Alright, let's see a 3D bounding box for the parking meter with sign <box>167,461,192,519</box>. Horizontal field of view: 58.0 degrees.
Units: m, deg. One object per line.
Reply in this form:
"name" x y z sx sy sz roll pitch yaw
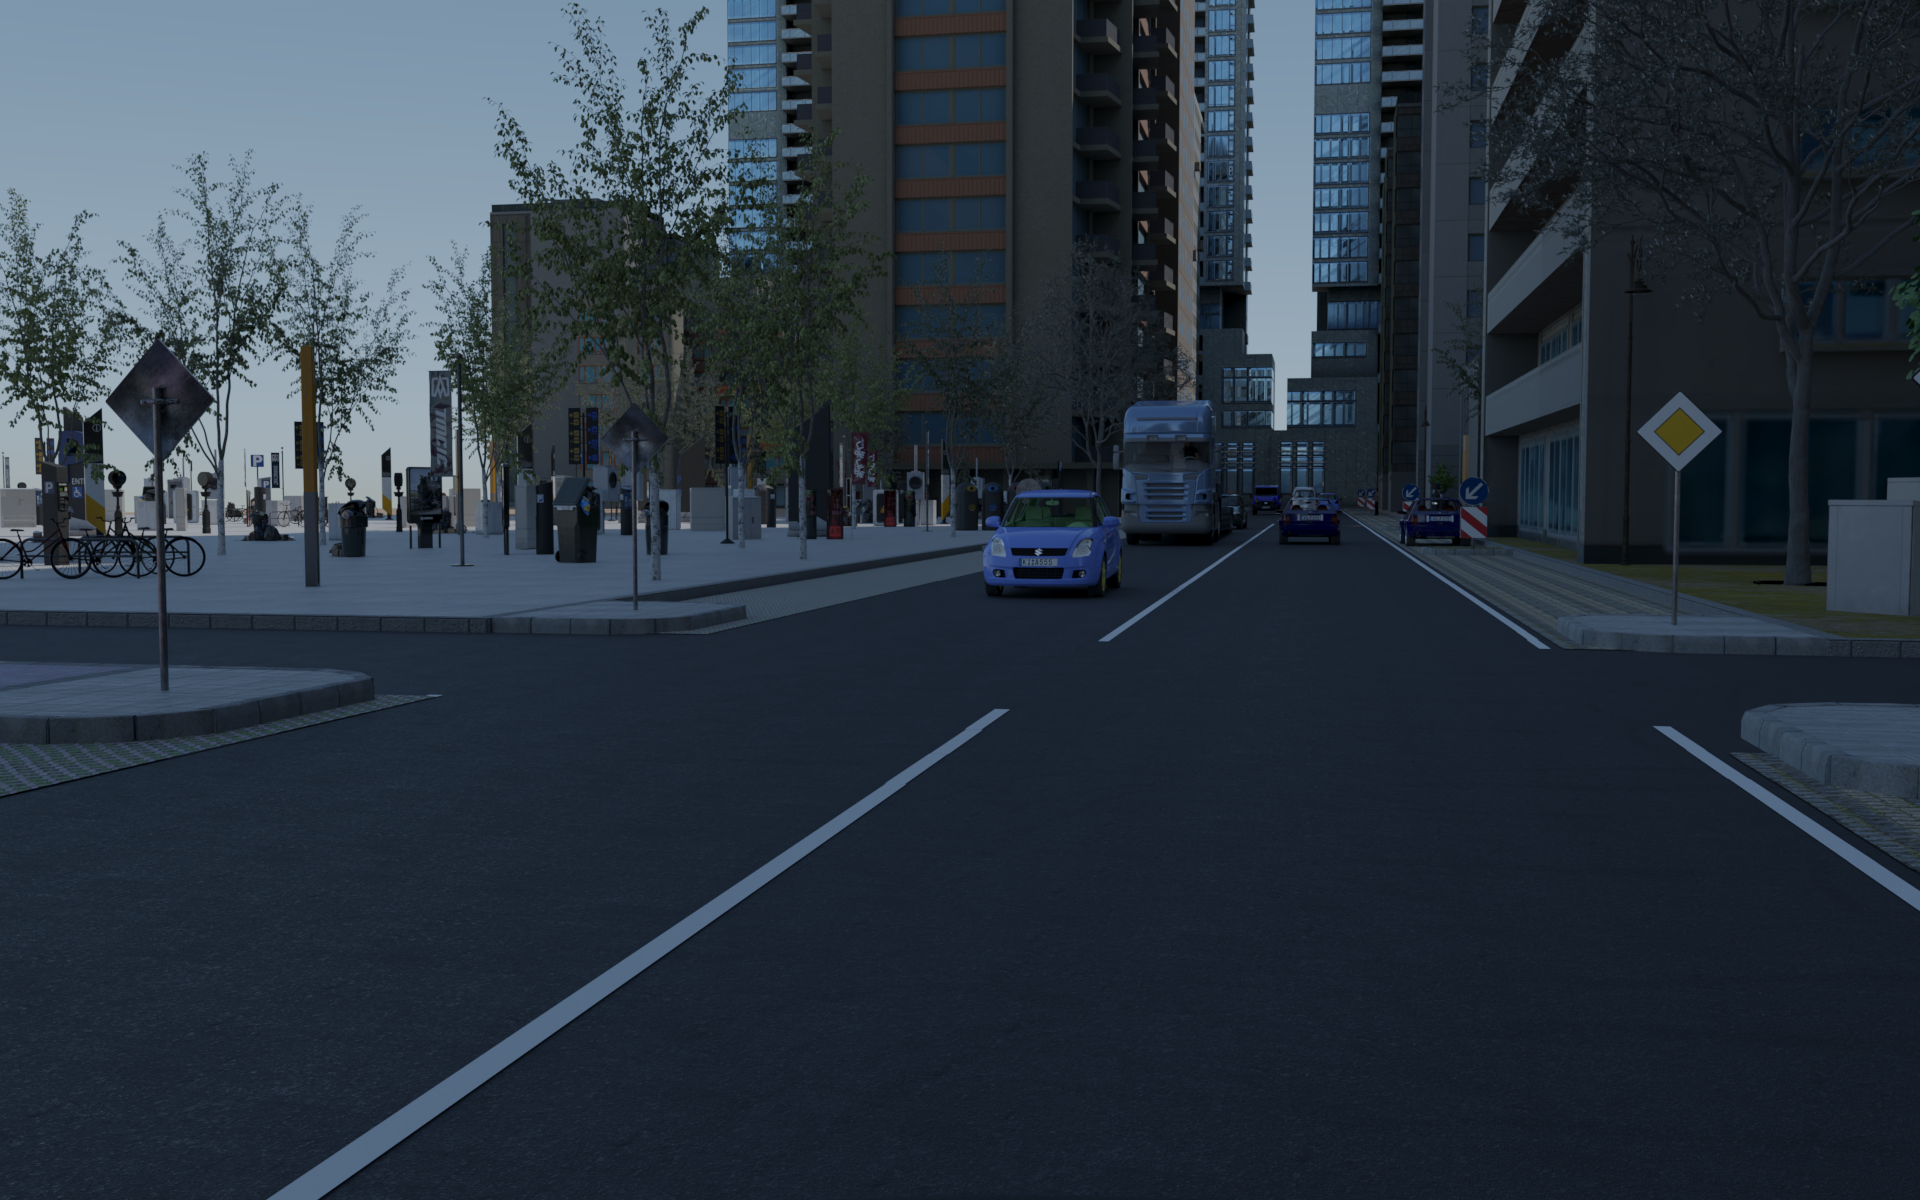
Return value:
"parking meter with sign" -41.006 -5.757 90.380 1.738 3.016 0.543 -2 4 -30

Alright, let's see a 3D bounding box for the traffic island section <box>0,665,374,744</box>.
"traffic island section" -5.220 0.670 11.325 2.009 0.180 2.903 1 4 12

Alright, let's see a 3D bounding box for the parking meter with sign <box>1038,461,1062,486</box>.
"parking meter with sign" 4.466 -5.803 91.135 1.738 3.016 0.543 1 4 21

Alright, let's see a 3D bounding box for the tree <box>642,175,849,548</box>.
"tree" -4.945 -5.536 40.874 4.360 8.622 3.978 0 3 0

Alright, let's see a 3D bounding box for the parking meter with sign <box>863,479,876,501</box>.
"parking meter with sign" -4.705 -5.766 90.535 1.738 3.016 0.543 0 4 0

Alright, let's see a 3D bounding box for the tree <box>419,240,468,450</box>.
"tree" -13.745 -6.129 50.572 4.737 8.622 4.395 0 3 0

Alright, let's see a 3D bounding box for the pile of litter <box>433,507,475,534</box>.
"pile of litter" -16.638 -2.607 56.583 1.719 0.858 1.176 -3 4 -37

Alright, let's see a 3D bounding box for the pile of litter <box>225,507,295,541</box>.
"pile of litter" -19.135 -2.061 47.659 1.719 0.858 1.176 2 4 26

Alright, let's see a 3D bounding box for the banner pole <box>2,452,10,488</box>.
"banner pole" -56.490 -6.884 102.576 0.863 3.779 0.401 2 4 31

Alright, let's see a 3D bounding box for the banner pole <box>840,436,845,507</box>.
"banner pole" -5.071 -5.177 74.668 0.401 3.779 0.863 -1 4 -19

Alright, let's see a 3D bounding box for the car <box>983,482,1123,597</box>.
"car" 1.400 -0.961 25.310 1.945 1.707 3.694 1 4 11

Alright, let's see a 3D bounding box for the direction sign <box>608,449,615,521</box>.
"direction sign" -16.410 -5.472 81.468 0.379 3.537 0.876 0 4 -1

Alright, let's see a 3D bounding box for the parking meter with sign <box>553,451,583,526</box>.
"parking meter with sign" -16.078 -4.538 70.451 1.738 3.016 0.543 3 5 42

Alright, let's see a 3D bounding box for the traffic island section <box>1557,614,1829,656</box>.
"traffic island section" 7.011 0.325 16.959 2.009 0.180 2.903 1 4 12

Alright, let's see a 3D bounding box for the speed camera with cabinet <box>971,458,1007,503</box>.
"speed camera with cabinet" 1.637 -6.134 94.630 2.038 3.252 0.660 1 4 14

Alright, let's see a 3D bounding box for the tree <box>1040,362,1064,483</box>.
"tree" 2.101 -7.302 69.751 4.360 8.622 3.978 0 3 0

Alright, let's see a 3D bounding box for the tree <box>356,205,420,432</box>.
"tree" -15.819 -5.693 43.440 4.360 8.622 3.978 0 3 0

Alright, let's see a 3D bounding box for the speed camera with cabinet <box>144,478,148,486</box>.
"speed camera with cabinet" -44.216 -6.225 96.115 0.660 3.252 2.038 2 4 28

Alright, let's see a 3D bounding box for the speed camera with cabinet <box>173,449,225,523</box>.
"speed camera with cabinet" -33.522 -5.011 76.267 2.038 3.252 0.660 -1 4 -14

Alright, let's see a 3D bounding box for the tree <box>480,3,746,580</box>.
"tree" -4.758 -4.595 25.484 4.737 8.622 4.395 0 3 0

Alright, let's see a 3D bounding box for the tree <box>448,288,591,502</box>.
"tree" -16.430 -6.846 62.288 4.360 8.622 3.978 0 3 0

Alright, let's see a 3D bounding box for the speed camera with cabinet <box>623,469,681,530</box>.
"speed camera with cabinet" -11.129 -4.163 62.406 2.038 3.252 0.660 0 4 4

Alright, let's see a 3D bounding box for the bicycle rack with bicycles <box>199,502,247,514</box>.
"bicycle rack with bicycles" -34.210 -4.103 80.467 2.925 0.926 2.852 0 4 -4

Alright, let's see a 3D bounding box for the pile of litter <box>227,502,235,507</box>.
"pile of litter" -40.221 -4.964 95.131 1.719 0.858 1.176 -3 5 -42

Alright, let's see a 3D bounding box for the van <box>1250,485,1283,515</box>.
"van" 21.384 -7.117 120.741 2.240 2.365 5.245 1 4 11

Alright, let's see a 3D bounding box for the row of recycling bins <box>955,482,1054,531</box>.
"row of recycling bins" 1.564 -3.290 60.911 3.534 1.692 1.069 0 4 3

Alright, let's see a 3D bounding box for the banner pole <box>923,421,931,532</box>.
"banner pole" -1.099 -4.228 59.140 0.401 3.779 0.863 0 4 -6

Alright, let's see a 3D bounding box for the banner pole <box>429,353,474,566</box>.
"banner pole" -9.087 -2.496 30.829 0.863 3.779 0.401 1 4 18

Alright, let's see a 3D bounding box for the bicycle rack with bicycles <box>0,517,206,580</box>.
"bicycle rack with bicycles" -13.187 -0.832 26.980 2.925 0.926 2.852 0 4 1

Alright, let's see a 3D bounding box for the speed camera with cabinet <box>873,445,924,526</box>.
"speed camera with cabinet" -2.479 -4.627 69.984 2.038 3.252 0.660 0 4 1

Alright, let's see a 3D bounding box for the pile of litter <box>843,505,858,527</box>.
"pile of litter" -4.776 -3.332 68.442 1.719 0.858 1.176 -2 4 -23

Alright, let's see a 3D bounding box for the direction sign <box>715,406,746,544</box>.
"direction sign" -6.020 -3.224 44.706 0.379 3.537 0.876 2 4 32

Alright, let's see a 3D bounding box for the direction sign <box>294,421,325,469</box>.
"direction sign" -20.301 -3.799 54.109 0.876 3.537 0.379 -2 4 -29

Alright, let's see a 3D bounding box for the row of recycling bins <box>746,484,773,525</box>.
"row of recycling bins" -8.600 -4.125 74.549 1.069 1.692 3.534 -1 4 -14

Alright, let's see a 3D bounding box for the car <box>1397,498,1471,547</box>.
"car" 13.231 -2.186 48.321 1.945 1.354 3.894 1 4 11

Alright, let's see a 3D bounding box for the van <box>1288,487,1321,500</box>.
"van" 20.780 -5.957 104.409 2.013 2.044 4.112 1 4 12

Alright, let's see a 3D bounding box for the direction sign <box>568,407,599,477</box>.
"direction sign" -9.869 -3.270 45.465 0.876 3.537 0.379 1 4 18

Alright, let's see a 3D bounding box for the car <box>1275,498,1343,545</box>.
"car" 10.175 -2.319 50.500 1.945 1.354 3.894 1 4 10

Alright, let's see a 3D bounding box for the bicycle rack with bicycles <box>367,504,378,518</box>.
"bicycle rack with bicycles" -27.162 -3.763 74.908 2.925 0.926 2.852 0 4 3

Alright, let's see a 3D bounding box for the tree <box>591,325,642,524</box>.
"tree" -14.031 -7.536 73.578 4.360 8.622 3.978 0 3 0

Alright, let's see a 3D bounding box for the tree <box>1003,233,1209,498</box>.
"tree" 6.527 -10.525 82.455 12.009 13.543 11.850 0 3 0

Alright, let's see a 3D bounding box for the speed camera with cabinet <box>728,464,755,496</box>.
"speed camera with cabinet" -7.427 -3.938 58.730 0.660 3.252 2.038 -1 4 -19

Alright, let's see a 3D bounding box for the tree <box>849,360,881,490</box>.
"tree" -4.272 -8.763 93.629 4.360 8.622 3.978 0 3 0

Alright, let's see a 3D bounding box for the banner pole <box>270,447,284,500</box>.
"banner pole" -36.055 -6.217 91.667 0.401 3.779 0.863 3 5 44

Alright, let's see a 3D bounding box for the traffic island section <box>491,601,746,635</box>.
"traffic island section" -3.607 0.192 19.146 2.009 0.180 2.903 1 4 12

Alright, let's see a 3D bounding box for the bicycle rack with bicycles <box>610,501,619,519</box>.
"bicycle rack with bicycles" -17.555 -4.389 85.139 2.852 0.926 2.925 -1 4 -17

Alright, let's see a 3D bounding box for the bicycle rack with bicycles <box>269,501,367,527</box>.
"bicycle rack with bicycles" -25.321 -3.305 67.412 2.852 0.926 2.925 1 4 16

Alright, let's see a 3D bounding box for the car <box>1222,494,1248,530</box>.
"car" 10.879 -3.767 71.372 2.009 1.686 4.222 1 4 14

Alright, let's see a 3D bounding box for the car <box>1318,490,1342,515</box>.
"car" 25.898 -6.870 121.920 1.945 1.707 3.694 1 4 13

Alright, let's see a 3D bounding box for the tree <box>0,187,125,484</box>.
"tree" -22.021 -5.588 41.727 4.737 8.622 4.395 0 3 0

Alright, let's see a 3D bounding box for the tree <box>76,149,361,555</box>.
"tree" -15.897 -5.273 36.581 4.360 8.622 3.978 0 3 0

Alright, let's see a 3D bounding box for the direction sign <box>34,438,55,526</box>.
"direction sign" -36.836 -4.758 69.786 0.379 3.537 0.876 2 4 24

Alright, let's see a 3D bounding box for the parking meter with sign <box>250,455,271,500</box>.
"parking meter with sign" -30.539 -4.873 75.942 0.543 3.016 1.738 -3 4 -38

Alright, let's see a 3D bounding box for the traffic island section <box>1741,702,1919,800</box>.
"traffic island section" 5.398 0.804 9.138 2.009 0.180 2.903 1 4 12

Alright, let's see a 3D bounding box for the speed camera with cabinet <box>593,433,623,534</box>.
"speed camera with cabinet" -11.638 -3.728 55.296 0.660 3.252 2.038 1 4 16
